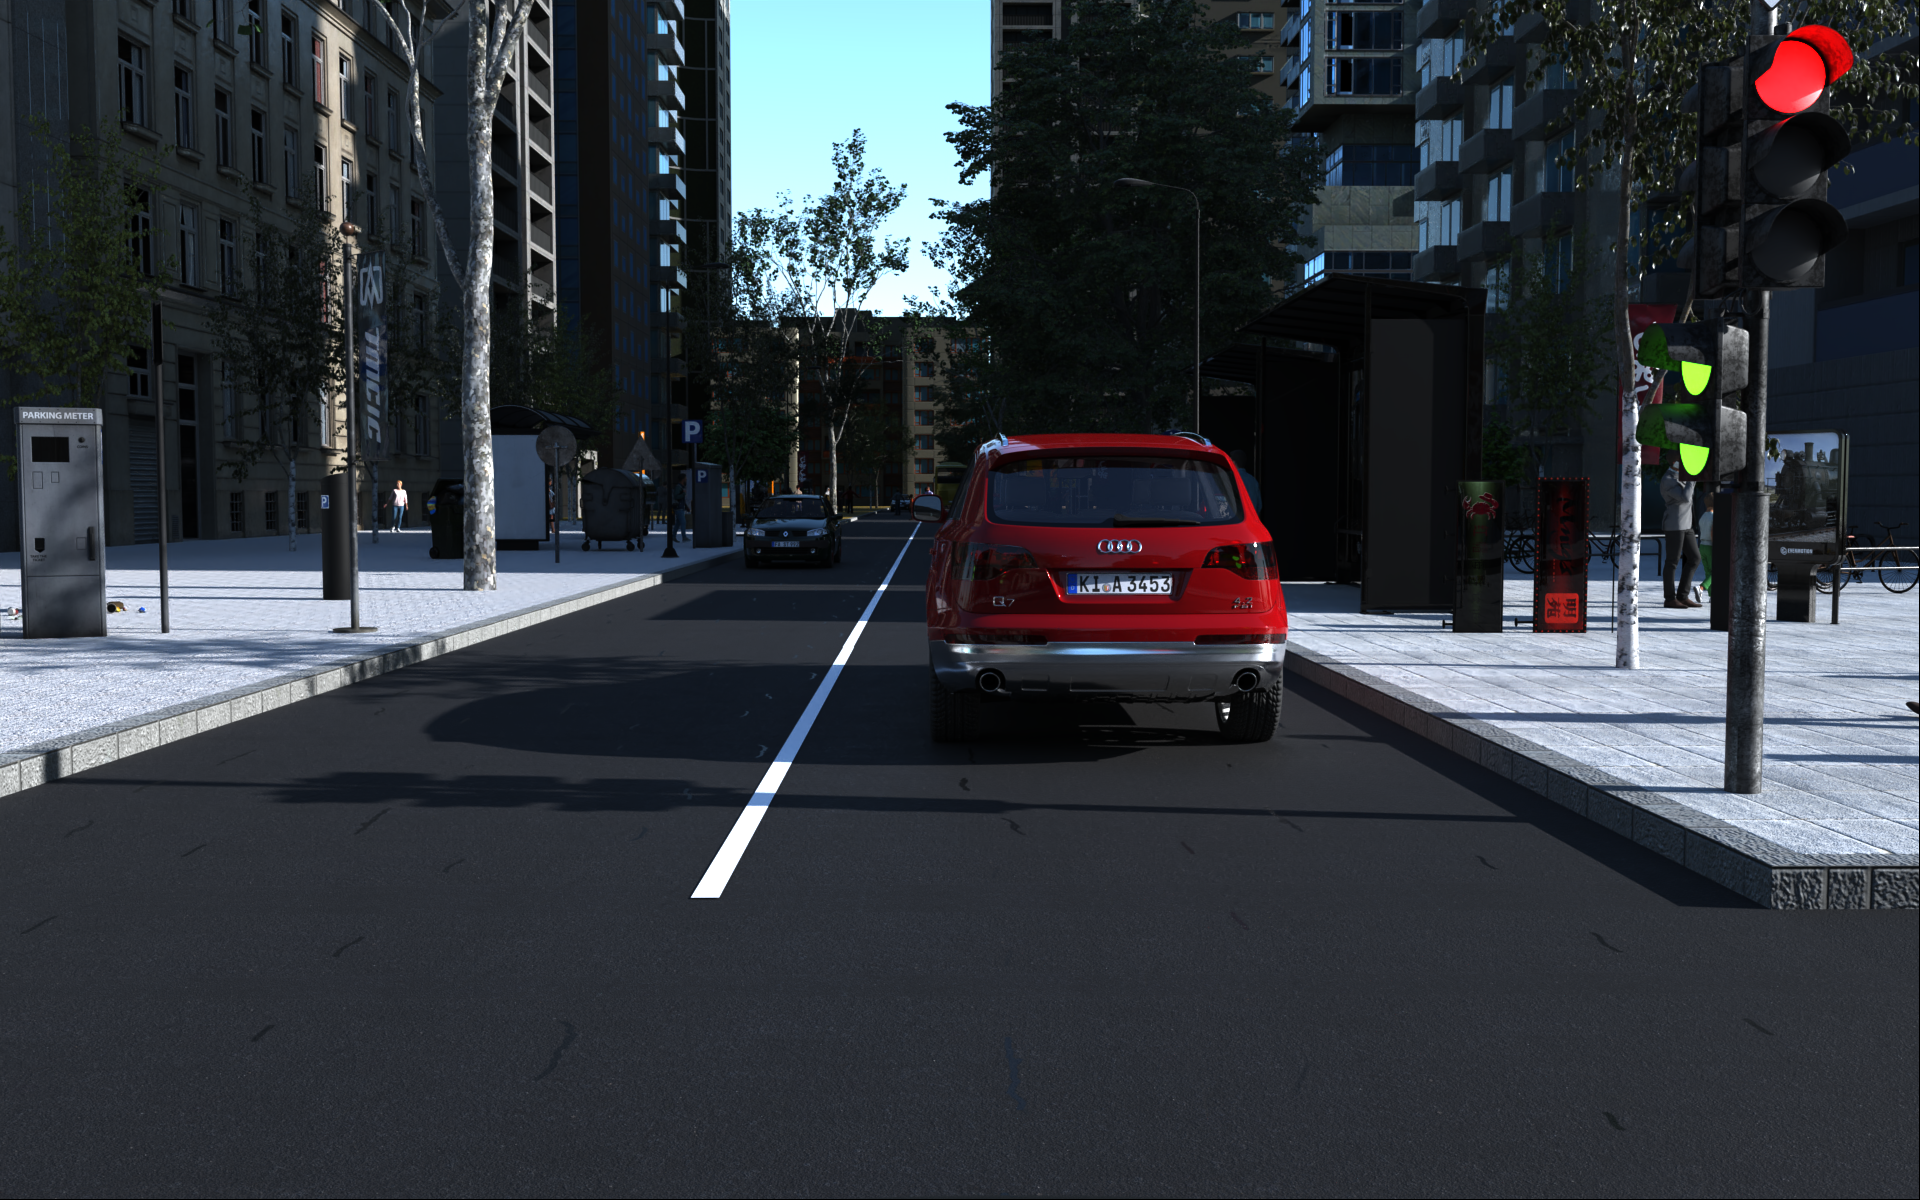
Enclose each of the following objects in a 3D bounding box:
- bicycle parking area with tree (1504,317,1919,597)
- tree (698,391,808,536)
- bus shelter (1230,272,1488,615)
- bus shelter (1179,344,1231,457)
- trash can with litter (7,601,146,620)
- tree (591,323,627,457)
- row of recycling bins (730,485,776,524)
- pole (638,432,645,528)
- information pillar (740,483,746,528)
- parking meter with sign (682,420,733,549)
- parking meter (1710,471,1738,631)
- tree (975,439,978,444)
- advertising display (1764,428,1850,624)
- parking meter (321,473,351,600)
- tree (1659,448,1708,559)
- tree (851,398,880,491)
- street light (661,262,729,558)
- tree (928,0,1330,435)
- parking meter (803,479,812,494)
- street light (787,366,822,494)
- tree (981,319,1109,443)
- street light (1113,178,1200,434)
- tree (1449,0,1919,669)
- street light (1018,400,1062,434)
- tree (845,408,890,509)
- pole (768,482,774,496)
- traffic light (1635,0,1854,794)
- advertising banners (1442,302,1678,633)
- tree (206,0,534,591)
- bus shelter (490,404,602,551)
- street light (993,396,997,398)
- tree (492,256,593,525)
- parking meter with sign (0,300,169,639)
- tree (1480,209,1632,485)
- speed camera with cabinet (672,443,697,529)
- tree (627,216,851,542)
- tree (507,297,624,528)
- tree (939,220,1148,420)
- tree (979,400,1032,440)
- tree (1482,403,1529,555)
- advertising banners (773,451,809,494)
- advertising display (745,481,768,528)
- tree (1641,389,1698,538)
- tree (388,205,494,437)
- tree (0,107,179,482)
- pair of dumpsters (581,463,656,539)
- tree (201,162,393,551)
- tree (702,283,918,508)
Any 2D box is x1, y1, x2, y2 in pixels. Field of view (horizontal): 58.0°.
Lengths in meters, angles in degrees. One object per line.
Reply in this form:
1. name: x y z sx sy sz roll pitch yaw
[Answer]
1. bicycle parking area with tree: 12.579 -2.374 25.815 9.016 4.147 8.231 0 4 -6
2. tree: -6.394 -4.244 53.097 4.285 4.588 4.351 0 3 0
3. bus shelter: 4.778 -1.848 21.499 1.731 3.624 6.357 0 4 -1
4. bus shelter: 5.061 -2.365 29.952 1.731 3.624 6.357 0 4 -1
5. trash can with litter: -9.615 -0.453 18.467 1.678 1.210 2.233 0 4 -7
6. tree: -16.009 -7.451 72.192 4.360 8.622 3.978 0 3 0
7. row of recycling bins: -9.051 -4.220 76.110 1.069 1.692 3.534 1 4 19
8. pole: -10.416 -3.841 56.652 0.158 3.312 0.155 0 3 0
9. information pillar: -8.326 -4.584 66.301 0.183 3.616 0.504 0 4 6
10. parking meter with sign: -6.003 -2.767 41.501 0.543 3.016 1.738 1 4 19
11. parking meter: 7.264 -0.642 16.202 0.255 1.863 0.399 -1 4 -16
12. tree: 3.053 -12.831 160.141 4.360 8.622 3.978 0 3 0
13. advertising display: 8.420 -0.745 17.395 0.123 1.923 0.974 -2 4 -29
14. parking meter: -7.567 -0.774 21.069 0.372 1.533 0.369 0 3 0
15. tree: 14.707 -2.458 34.787 1.663 3.219 1.824 0 3 0
16. tree: -7.882 -10.702 125.342 4.360 8.622 3.978 0 3 0
17. street light: -5.328 -3.813 34.876 1.470 5.913 1.316 0 4 -1
18. tree: 4.301 -8.270 41.865 9.857 13.997 8.962 0 3 0
19. parking meter: -5.809 -3.693 66.093 0.255 1.863 0.399 1 4 18
20. street light: -5.720 -5.530 62.950 1.470 5.913 1.316 0 4 -1
21. tree: 3.710 -7.357 70.649 4.360 8.622 3.978 0 3 0
22. street light: 2.957 -3.249 25.657 1.470 5.913 1.316 0 4 -1
23. tree: 5.119 -3.794 12.387 4.360 8.622 3.978 0 3 0
24. street light: 2.557 -4.942 53.337 1.470 5.913 1.316 0 4 -1
25. tree: -7.740 -12.000 146.565 4.737 8.622 4.395 0 3 0
26. pole: -6.231 -3.861 56.965 0.158 3.312 0.155 0 3 0
27. traffic light: 3.358 -1.128 7.358 0.839 4.253 0.868 0 4 -1
28. advertising banners: 5.508 -1.206 15.906 2.074 3.025 0.090 0 4 1
29. tree: -5.664 -10.272 23.830 12.611 20.169 13.585 0 3 0
30. bus shelter: -10.164 -2.927 41.780 2.014 3.302 5.546 0 4 -1
31. street light: 2.236 -6.687 81.872 1.470 5.913 1.316 0 4 -1
32. tree: -13.910 -6.267 52.826 4.360 8.622 3.978 0 3 0
33. parking meter with sign: -8.084 -1.180 15.547 1.738 3.016 0.543 -2 4 -25
34. tree: 15.637 -5.849 45.988 4.737 8.622 4.395 0 3 0
35. speed camera with cabinet: -10.138 -4.240 63.665 0.660 3.252 2.038 -2 4 -28
36. tree: -5.917 -5.858 46.141 4.360 8.622 3.978 0 3 0
37. tree: -15.491 -7.044 65.534 4.737 8.622 4.395 0 3 0
38. tree: 3.297 -8.342 62.154 9.928 11.665 9.643 0 3 0
39. tree: 3.516 -11.098 131.821 4.737 8.622 4.395 0 3 0
40. tree: 11.289 -2.596 37.043 1.663 3.219 1.824 0 3 0
41. advertising banners: -7.051 -4.516 70.030 2.074 3.025 0.090 1 4 17
42. advertising display: -7.594 -3.661 65.068 0.974 1.923 0.123 -1 4 -15
43. tree: 21.043 -4.087 50.538 4.285 4.588 4.351 0 3 0
44. tree: -15.198 -5.798 45.157 4.360 8.622 3.978 0 3 0
45. tree: -16.793 -5.055 33.009 4.737 8.622 4.395 0 3 0
46. pair of dumpsters: -10.030 -2.965 50.969 1.574 2.255 4.437 0 4 -1
47. tree: -15.083 -5.416 38.913 4.360 8.622 3.978 0 3 0
48. tree: -7.407 -8.636 75.617 8.767 10.594 7.601 2 4 28
